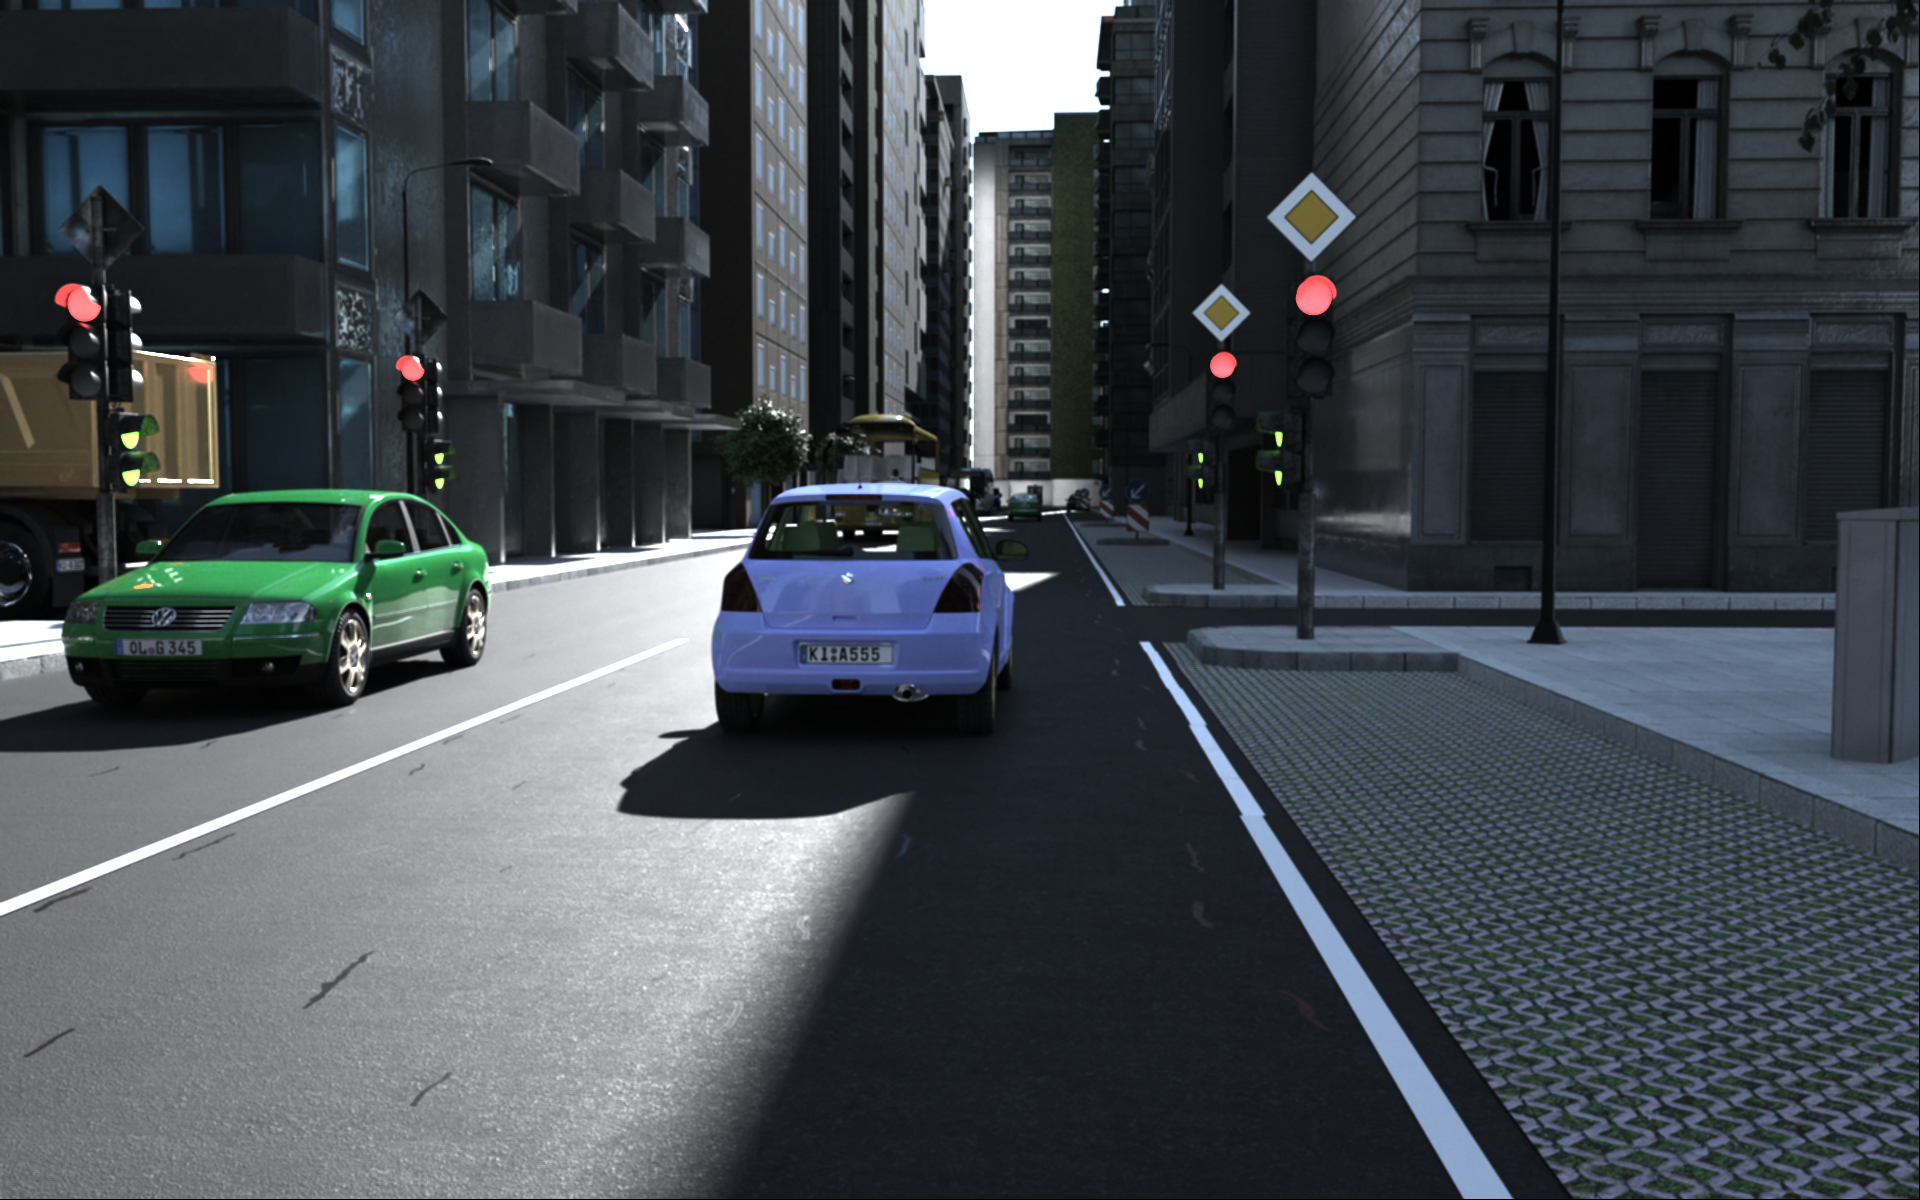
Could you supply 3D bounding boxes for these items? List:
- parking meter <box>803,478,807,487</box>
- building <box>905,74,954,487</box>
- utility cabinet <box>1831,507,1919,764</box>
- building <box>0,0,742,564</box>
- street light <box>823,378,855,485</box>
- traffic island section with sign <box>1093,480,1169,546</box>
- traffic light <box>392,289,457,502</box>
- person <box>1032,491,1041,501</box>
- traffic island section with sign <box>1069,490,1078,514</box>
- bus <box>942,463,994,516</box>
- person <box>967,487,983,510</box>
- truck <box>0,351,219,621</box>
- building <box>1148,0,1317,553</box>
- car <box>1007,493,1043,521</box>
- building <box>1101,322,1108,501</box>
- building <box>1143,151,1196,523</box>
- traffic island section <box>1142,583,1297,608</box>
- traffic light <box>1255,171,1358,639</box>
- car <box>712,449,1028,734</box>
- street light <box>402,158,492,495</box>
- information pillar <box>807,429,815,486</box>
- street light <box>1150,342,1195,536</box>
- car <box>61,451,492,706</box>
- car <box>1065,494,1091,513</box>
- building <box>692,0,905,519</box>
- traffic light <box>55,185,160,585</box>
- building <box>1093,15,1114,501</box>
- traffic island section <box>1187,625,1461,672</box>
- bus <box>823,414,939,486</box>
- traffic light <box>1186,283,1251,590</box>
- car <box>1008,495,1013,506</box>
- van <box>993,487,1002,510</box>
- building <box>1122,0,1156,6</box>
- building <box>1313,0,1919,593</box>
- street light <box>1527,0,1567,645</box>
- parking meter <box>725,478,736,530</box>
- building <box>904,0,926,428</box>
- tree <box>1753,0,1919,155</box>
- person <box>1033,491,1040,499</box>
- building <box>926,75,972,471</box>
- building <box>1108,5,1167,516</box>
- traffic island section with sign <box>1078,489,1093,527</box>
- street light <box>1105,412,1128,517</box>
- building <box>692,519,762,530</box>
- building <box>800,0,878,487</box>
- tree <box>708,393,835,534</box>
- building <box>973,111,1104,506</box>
[{"bbox_3d":[-5.563,-3.557,63.866,0.399,1.863,0.255,-1,4,-15],"label":"parking meter"},{"bbox_3d":[-12.805,-28.586,159.262,23.993,40.220,32.217,0,4,3],"label":"building"},{"bbox_3d":[4.687,0.154,8.638,1.020,1.237,0.306,-3,5,-44],"label":"utility cabinet"},{"bbox_3d":[-18.218,-25.583,37.896,23.786,49.044,30.456,0,4,3],"label":"building"},{"bbox_3d":[-4.900,-5.916,69.271,1.470,5.913,1.316,0,4,3],"label":"street light"},{"bbox_3d":[4.860,-2.460,48.841,1.989,1.847,2.006,0,4,3],"label":"traffic island section with sign"},{"bbox_3d":[-7.381,-2.132,23.774,0.839,4.253,0.868,0,4,3],"label":"traffic light"},{"bbox_3d":[6.803,-8.816,153.446,0.742,1.727,0.445,-1,4,-22],"label":"person"},{"bbox_3d":[8.878,-7.117,124.982,1.989,1.847,2.006,0,4,3],"label":"traffic island section with sign"},{"bbox_3d":[0.717,-7.567,118.581,2.948,3.499,13.247,0,4,4],"label":"bus"},{"bbox_3d":[0.763,-5.698,101.299,1.348,1.869,0.705,-3,4,-36],"label":"person"},{"bbox_3d":[-14.015,-1.499,20.433,9.791,3.379,3.469,0,4,5],"label":"truck"},{"bbox_3d":[13.219,-13.993,47.851,14.314,24.678,30.058,0,4,3],"label":"building"},{"bbox_3d":[3.458,-5.104,92.251,1.959,1.807,4.718,0,4,2],"label":"car"},{"bbox_3d":[30.524,-21.407,195.050,28.899,21.520,27.650,0,4,3],"label":"building"},{"bbox_3d":[15.867,-15.963,80.087,14.460,24.649,34.723,0,4,3],"label":"building"},{"bbox_3d":[3.505,-0.064,23.332,2.009,0.180,2.903,0,4,3],"label":"traffic island section"},{"bbox_3d":[3.045,-1.610,15.246,0.839,4.253,0.868,0,4,3],"label":"traffic light"},{"bbox_3d":[-0.523,-0.129,11.695,1.945,1.707,3.694,0,4,4],"label":"car"},{"bbox_3d":[-7.157,-3.155,24.118,1.470,5.913,1.316,0,4,3],"label":"street light"},{"bbox_3d":[-5.312,-4.319,61.974,0.183,3.616,0.504,1,4,23],"label":"information pillar"},{"bbox_3d":[6.508,-4.930,53.151,1.470,5.913,1.316,0,4,3],"label":"street light"},{"bbox_3d":[-4.955,-0.265,13.127,1.959,1.807,4.718,0,4,1],"label":"car"},{"bbox_3d":[9.158,-7.616,134.311,2.009,1.686,4.222,0,4,2],"label":"car"},{"bbox_3d":[-10.889,-27.869,105.764,14.600,45.320,14.200,0,4,3],"label":"building"},{"bbox_3d":[-7.802,-1.644,15.800,0.839,4.253,0.868,0,4,3],"label":"traffic light"},{"bbox_3d":[23.447,-30.817,158.481,22.147,44.769,28.867,0,4,3],"label":"building"},{"bbox_3d":[3.084,0.423,15.357,2.009,0.180,2.903,0,4,3],"label":"traffic island section"},{"bbox_3d":[-2.298,-4.004,57.009,2.896,3.916,12.252,0,4,3],"label":"bus"},{"bbox_3d":[3.466,-2.098,23.220,0.839,4.253,0.868,0,4,3],"label":"traffic light"},{"bbox_3d":[4.633,-7.372,132.893,2.083,1.381,4.827,0,4,2],"label":"car"},{"bbox_3d":[2.691,-9.285,156.191,2.240,2.365,5.245,0,4,2],"label":"van"},{"bbox_3d":[23.371,-31.125,128.502,23.786,49.044,30.456,0,4,3],"label":"building"},{"bbox_3d":[15.025,-10.836,26.322,18.267,20.994,9.793,0,4,3],"label":"building"},{"bbox_3d":[4.527,-2.585,14.799,1.470,5.913,1.316,0,4,3],"label":"street light"},{"bbox_3d":[-8.136,-3.408,61.427,0.255,1.863,0.399,2,4,27],"label":"parking meter"},{"bbox_3d":[-16.618,-32.871,126.675,28.713,52.752,27.495,0,4,3],"label":"building"},{"bbox_3d":[4.744,-3.471,7.106,4.360,8.622,3.978,0,3,0],"label":"tree"},{"bbox_3d":[6.705,-8.960,155.710,1.217,1.736,0.721,2,4,27],"label":"person"},{"bbox_3d":[-9.739,-34.835,193.255,21.600,48.544,21.300,0,4,3],"label":"building"},{"bbox_3d":[16.166,-20.471,106.398,14.160,30.474,14.107,0,4,3],"label":"building"},{"bbox_3d":[6.286,-4.109,75.804,1.989,1.847,2.006,0,4,3],"label":"traffic island section with sign"},{"bbox_3d":[8.858,-7.646,97.554,1.470,5.913,1.316,0,4,3],"label":"street light"},{"bbox_3d":[-13.894,-25.565,68.096,14.600,45.320,14.200,0,4,3],"label":"building"},{"bbox_3d":[-11.994,-19.504,90.592,14.160,30.474,14.107,0,4,3],"label":"building"},{"bbox_3d":[-6.460,-4.446,56.399,4.285,4.588,4.351,0,3,0],"label":"tree"},{"bbox_3d":[8.444,-30.902,188.849,14.086,41.232,14.154,0,4,3],"label":"building"}]
